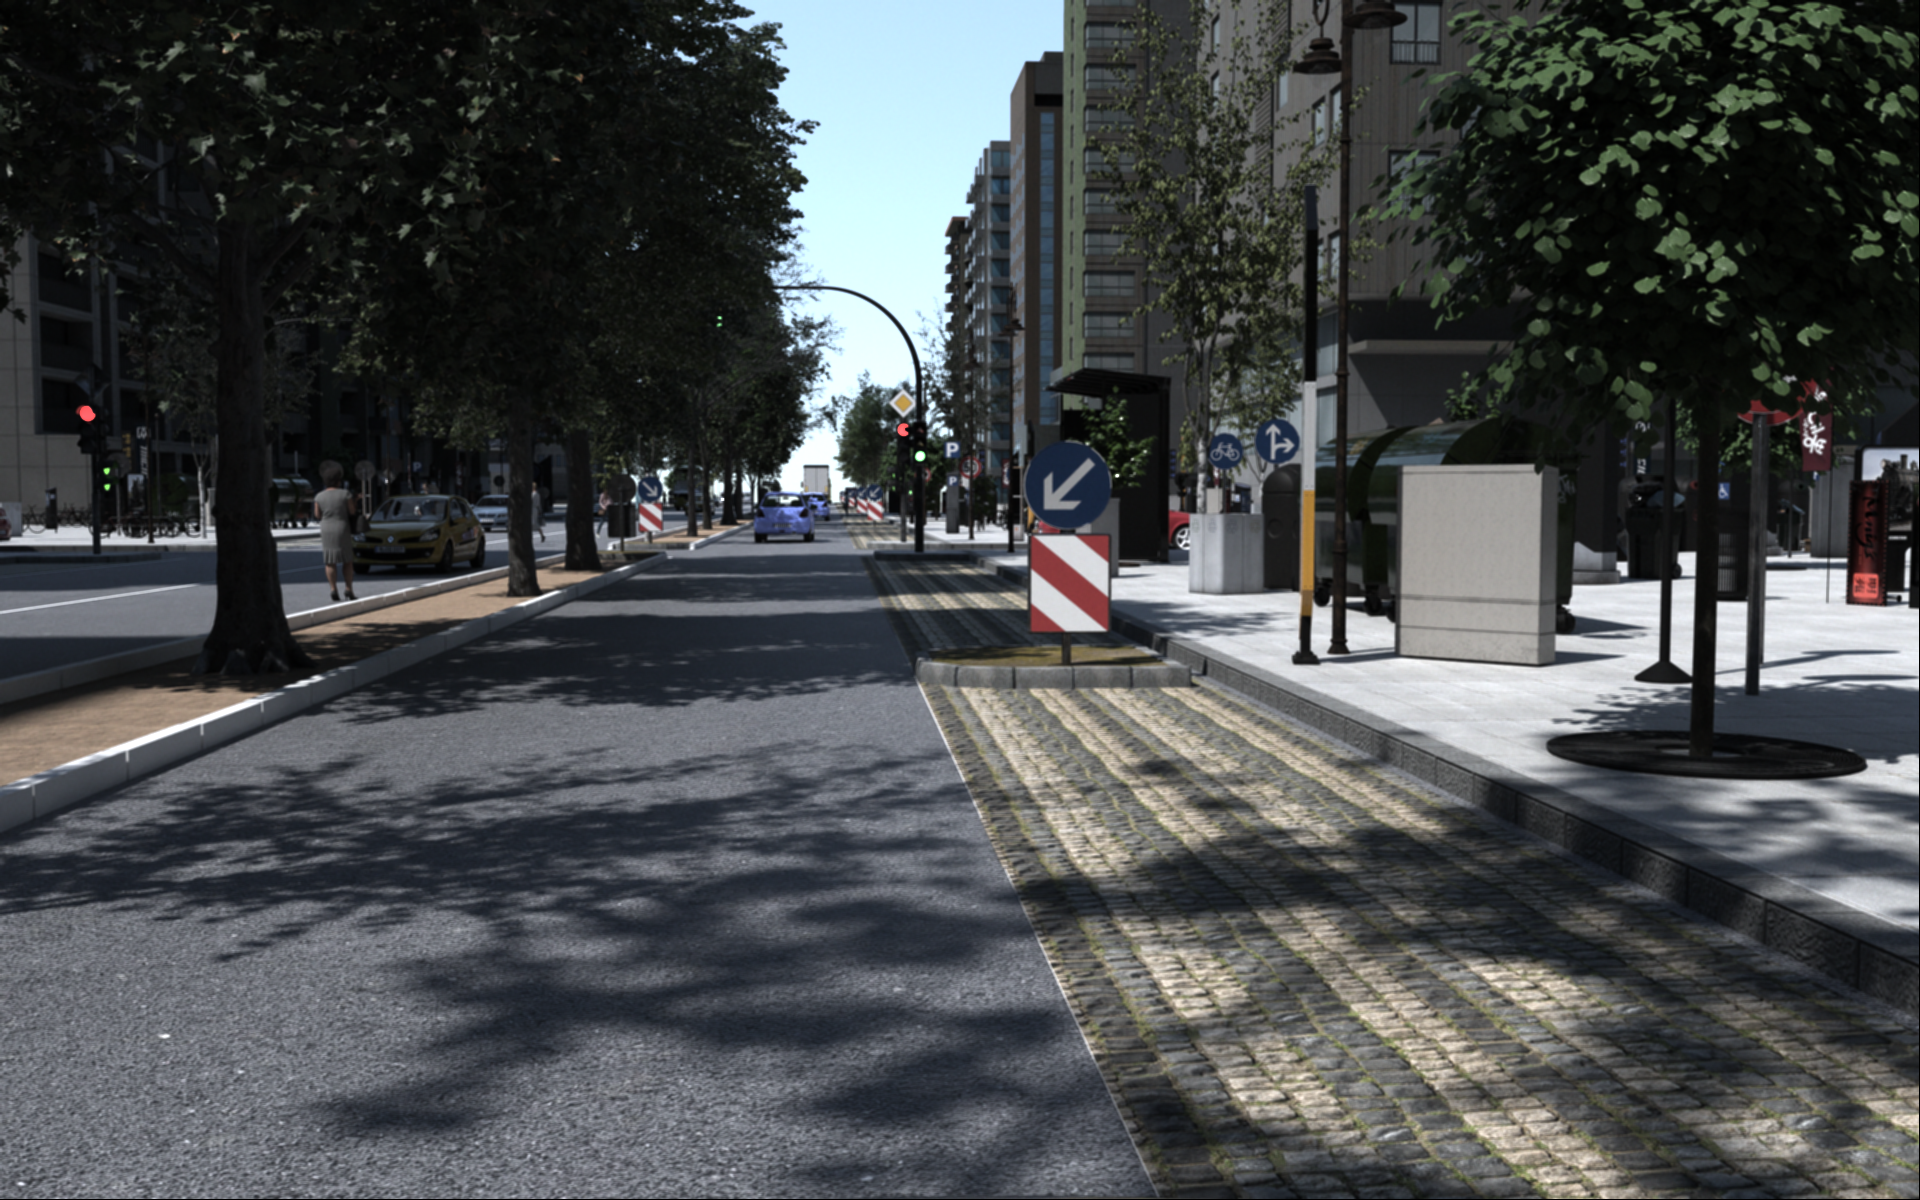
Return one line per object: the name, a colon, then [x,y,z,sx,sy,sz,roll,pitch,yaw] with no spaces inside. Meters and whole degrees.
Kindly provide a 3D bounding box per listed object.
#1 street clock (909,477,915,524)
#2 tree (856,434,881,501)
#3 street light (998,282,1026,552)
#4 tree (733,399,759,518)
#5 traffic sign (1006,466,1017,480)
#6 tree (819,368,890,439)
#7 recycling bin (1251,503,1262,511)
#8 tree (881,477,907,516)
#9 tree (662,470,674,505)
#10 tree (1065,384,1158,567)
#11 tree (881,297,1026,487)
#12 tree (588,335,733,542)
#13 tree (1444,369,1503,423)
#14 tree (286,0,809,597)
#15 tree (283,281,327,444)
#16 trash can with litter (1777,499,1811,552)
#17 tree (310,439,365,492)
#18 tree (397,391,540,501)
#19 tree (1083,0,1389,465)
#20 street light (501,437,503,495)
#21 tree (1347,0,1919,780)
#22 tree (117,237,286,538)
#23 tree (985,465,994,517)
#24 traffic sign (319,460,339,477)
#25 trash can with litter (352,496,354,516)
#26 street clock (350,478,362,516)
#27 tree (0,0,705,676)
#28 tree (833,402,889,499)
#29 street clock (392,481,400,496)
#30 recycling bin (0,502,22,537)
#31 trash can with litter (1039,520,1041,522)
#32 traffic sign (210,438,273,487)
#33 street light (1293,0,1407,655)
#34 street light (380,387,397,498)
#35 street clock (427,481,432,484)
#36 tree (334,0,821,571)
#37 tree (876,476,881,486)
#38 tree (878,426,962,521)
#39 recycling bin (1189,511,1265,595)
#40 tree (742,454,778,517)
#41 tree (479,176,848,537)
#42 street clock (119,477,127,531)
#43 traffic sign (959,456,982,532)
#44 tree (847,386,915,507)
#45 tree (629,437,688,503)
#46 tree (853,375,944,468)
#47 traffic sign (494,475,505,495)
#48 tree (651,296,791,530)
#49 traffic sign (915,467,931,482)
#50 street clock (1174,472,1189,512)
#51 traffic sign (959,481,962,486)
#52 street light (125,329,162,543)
street clock: [-2.085,-4.315,75.128,0.358,2.002,0.471,0,4,-4]
tree: [-8.432,-13.836,176.574,4.360,8.622,3.978,0,3,0]
street light: [1.125,-3.984,37.933,0.468,5.910,1.993,0,4,-4]
tree: [-11.625,-8.188,86.695,4.737,8.622,4.395,0,3,0]
traffic sign: [2.477,-4.807,78.702,0.768,2.556,0.104,0,4,4]
tree: [-15.428,-24.942,263.687,12.611,20.169,13.585,0,3,0]
recycling bin: [8.189,-2.124,47.279,0.722,1.027,0.722,-1,4,-10]
tree: [-3.354,-6.514,101.111,1.663,3.219,1.824,0,3,0]
tree: [-33.905,-13.695,207.624,4.285,4.588,4.351,0,3,0]
tree: [2.776,-2.201,30.592,1.663,3.219,1.824,0,3,0]
tree: [0.017,-6.984,64.544,4.360,8.622,3.978,0,3,0]
tree: [-8.811,-5.848,48.438,4.737,8.622,4.395,0,3,0]
tree: [7.874,-1.991,27.149,1.663,3.219,1.824,0,3,0]
tree: [-5.945,-6.283,23.320,7.486,12.596,7.792,0,3,0]
tree: [-22.586,-6.446,55.752,4.360,8.622,3.978,0,3,0]
trash can with litter: [18.755,-1.665,38.609,1.055,1.170,0.624,3,5,44]
tree: [-36.666,-7.271,102.590,4.285,4.588,4.351,0,3,0]
tree: [-24.153,-9.230,85.324,7.601,10.594,8.767,0,4,-6]
tree: [3.638,-4.527,24.386,4.737,8.622,4.395,0,3,0]
street light: [-24.702,-7.373,93.343,0.468,5.910,1.993,0,4,-4]
tree: [3.564,-1.509,8.394,4.285,4.588,4.351,0,3,0]
tree: [-21.828,-6.075,49.681,4.360,8.622,3.978,0,3,0]
tree: [1.183,-6.286,97.377,1.663,3.219,1.824,0,3,0]
traffic sign: [-23.451,-3.932,64.390,0.768,2.556,0.104,0,4,1]
trash can with litter: [-31.222,-4.710,88.065,1.678,1.210,2.233,0,4,2]
street clock: [-26.700,-4.406,76.604,0.471,2.002,0.358,1,4,22]
tree: [-5.767,-5.756,13.583,9.611,12.733,9.660,0,3,0]
tree: [-12.277,-18.086,213.840,7.486,12.596,7.792,0,3,0]
street clock: [-32.188,-5.766,98.847,0.471,2.002,0.358,3,5,40]
recycling bin: [-28.590,-2.398,51.761,0.722,1.027,0.722,1,4,19]
trash can with litter: [3.264,-3.394,66.878,0.624,1.170,1.055,1,4,12]
traffic sign: [-25.818,-4.181,62.229,2.265,3.308,0.079,0,4,3]
street light: [3.043,-2.505,13.741,0.468,5.910,1.993,0,4,-4]
street light: [-22.713,-5.873,68.816,0.468,5.910,1.993,0,4,-4]
street clock: [-29.394,-5.566,95.581,0.358,2.002,0.471,2,4,34]
tree: [-7.061,-7.514,31.973,9.857,13.997,8.962,0,3,0]
tree: [-6.757,-9.884,156.199,1.663,3.219,1.824,0,3,0]
tree: [-1.167,-6.090,83.291,4.285,4.588,4.351,0,3,0]
recycling bin: [3.446,-0.602,22.394,0.722,1.027,0.722,-2,4,-27]
tree: [-12.829,-9.423,106.887,4.360,8.622,3.978,0,3,0]
tree: [-8.934,-8.833,57.245,12.009,13.543,11.850,0,3,0]
street clock: [-29.062,-3.405,60.241,0.471,2.002,0.358,-2,4,-34]
traffic sign: [0.340,-3.536,57.913,0.768,2.556,0.104,0,4,0]
tree: [-7.291,-14.706,166.200,9.928,11.665,9.643,0,3,0]
tree: [-31.253,-15.012,179.864,8.767,10.594,7.601,-1,4,-14]
tree: [-4.903,-12.272,135.054,7.601,10.594,8.767,1,4,15]
traffic sign: [-31.372,-7.206,117.928,0.768,2.556,0.104,0,4,1]
tree: [-10.213,-8.609,68.964,9.928,11.665,9.643,0,3,0]
traffic sign: [-1.713,-4.893,80.099,0.768,2.556,0.104,0,4,-1]
street clock: [7.406,-3.257,57.827,0.471,2.002,0.358,-2,4,-32]
traffic sign: [0.133,-6.893,112.703,0.884,2.594,0.081,0,4,4]
street light: [-21.112,-4.419,45.031,0.468,5.910,1.993,0,4,-4]
